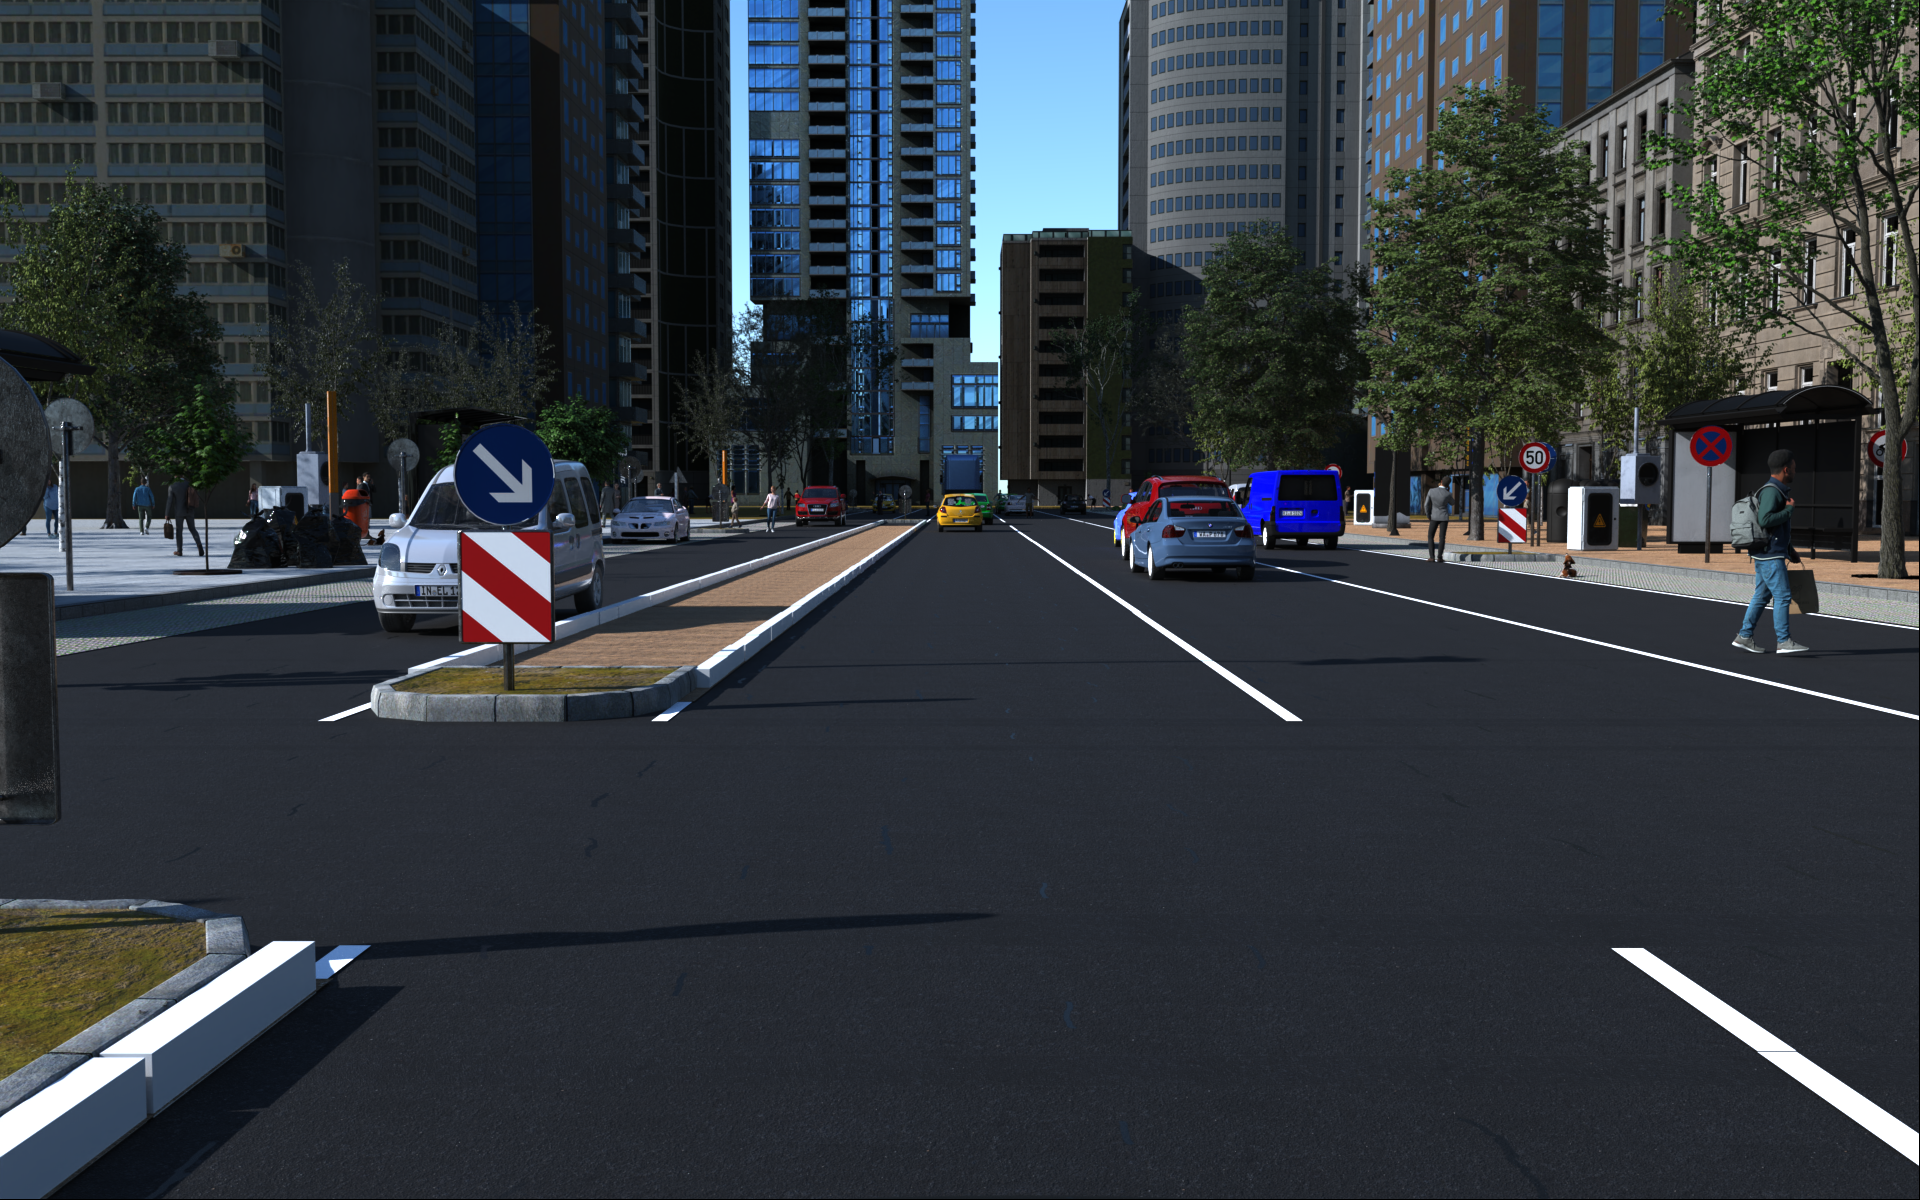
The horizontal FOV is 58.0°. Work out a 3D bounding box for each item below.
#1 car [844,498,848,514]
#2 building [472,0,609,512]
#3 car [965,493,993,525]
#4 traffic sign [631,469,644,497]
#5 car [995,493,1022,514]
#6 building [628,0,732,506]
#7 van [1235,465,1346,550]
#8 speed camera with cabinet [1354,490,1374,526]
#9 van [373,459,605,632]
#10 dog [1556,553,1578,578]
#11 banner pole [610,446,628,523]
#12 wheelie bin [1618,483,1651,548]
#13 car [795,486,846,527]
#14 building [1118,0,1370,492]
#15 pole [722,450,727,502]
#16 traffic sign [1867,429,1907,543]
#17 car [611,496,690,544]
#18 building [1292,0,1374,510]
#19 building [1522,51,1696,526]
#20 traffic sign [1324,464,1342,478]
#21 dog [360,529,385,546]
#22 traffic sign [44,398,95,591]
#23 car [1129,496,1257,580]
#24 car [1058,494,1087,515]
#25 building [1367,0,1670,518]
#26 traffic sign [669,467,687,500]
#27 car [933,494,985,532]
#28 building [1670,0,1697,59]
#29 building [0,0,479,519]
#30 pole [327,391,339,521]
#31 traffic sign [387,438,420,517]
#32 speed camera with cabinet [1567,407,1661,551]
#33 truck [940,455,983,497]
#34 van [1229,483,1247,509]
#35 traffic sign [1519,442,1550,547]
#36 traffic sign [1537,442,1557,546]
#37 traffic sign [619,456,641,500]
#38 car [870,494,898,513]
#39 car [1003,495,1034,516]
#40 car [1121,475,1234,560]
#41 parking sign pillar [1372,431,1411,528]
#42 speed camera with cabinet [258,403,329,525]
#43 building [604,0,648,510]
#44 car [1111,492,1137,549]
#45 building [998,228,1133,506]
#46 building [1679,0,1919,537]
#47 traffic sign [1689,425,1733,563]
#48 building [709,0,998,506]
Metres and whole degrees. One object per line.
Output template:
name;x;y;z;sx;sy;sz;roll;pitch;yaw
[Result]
car;-8.866;-6.745;122.865;1.945;1.354;3.894;0;4;-1
building;-32.382;-28.602;117.758;14.600;45.320;14.200;0;4;0
car;0.605;-4.472;81.906;1.959;1.807;4.718;0;4;-2
traffic sign;-15.088;-4.919;80.539;0.768;2.556;0.104;0;4;3
car;3.508;-7.113;125.099;1.959;1.807;4.718;0;4;-2
building;-37.155;-46.202;193.660;20.611;71.187;20.563;0;4;0
van;8.758;-2.568;46.364;2.240;2.365;5.245;0;4;-1
speed camera with cabinet;17.053;-4.652;70.404;2.038;3.252;0.660;3;5;43
van;-5.146;-0.751;19.284;2.013;2.044;4.112;0;4;1
dog;10.402;-0.589;29.820;0.748;0.427;0.550;-3;4;-36
banner pole;-15.246;-5.354;77.551;0.863;3.779;0.401;0;4;3
wheelie bin;16.172;-2.067;41.705;0.980;1.594;0.693;3;4;37
car;-6.247;-4.243;78.040;2.281;1.827;5.304;0;4;-1
building;32.598;-39.929;194.831;28.212;58.520;21.231;0;4;0
pole;-10.978;-5.324;80.893;0.158;3.312;0.155;0;3;0
traffic sign;18.193;-2.078;34.079;0.768;2.556;0.104;0;4;3
car;-9.071;-2.364;51.012;2.083;1.381;4.827;0;4;-2
building;39.880;-50.112;132.011;22.319;86.520;31.000;0;4;0
building;33.060;-14.009;78.197;9.793;20.994;18.267;0;4;0
traffic sign;15.671;-4.451;72.873;0.768;2.556;0.104;0;4;2
dog;-14.643;-1.566;43.336;0.748;0.427;0.550;-1;4;-20
traffic sign;-11.823;-1.396;22.936;0.768;2.556;0.104;0;4;6
car;4.008;-1.109;30.133;2.014;1.417;4.499;0;4;-1
car;7.937;-6.837;121.566;2.009;1.686;4.222;0;4;1
building;34.860;-28.172;110.722;14.600;45.320;14.200;0;4;0
traffic sign;-13.309;-5.001;81.768;0.884;2.594;0.081;0;4;5
car;-0.027;-3.456;66.731;2.015;1.641;3.980;0;4;-1
building;35.214;-27.305;96.548;14.600;45.320;14.200;0;4;0
building;-41.532;-24.893;98.875;32.217;40.220;23.993;0;4;0
pole;-12.449;-2.481;34.406;0.158;3.312;0.155;0;3;0
traffic sign;-12.662;-2.403;39.397;0.768;2.556;0.104;0;4;5
speed camera with cabinet;14.839;-2.748;39.263;2.038;3.252;0.660;-1;4;-16
truck;0.323;-7.508;112.511;2.967;4.110;18.799;0;4;-2
van;11.402;-3.831;69.648;2.013;2.044;4.112;0;4;0
traffic sign;13.991;-2.579;42.269;0.768;2.556;0.104;0;4;1
traffic sign;14.212;-2.592;42.483;0.768;2.556;0.104;1;4;9
traffic sign;-11.063;-3.543;58.041;0.768;2.556;0.104;0;4;7
car;-5.667;-7.291;129.428;2.015;1.641;3.980;0;4;-1
car;3.904;-6.260;114.719;2.083;1.381;4.827;0;4;0
car;4.533;-1.663;35.864;2.281;1.827;5.304;0;4;0
parking sign pillar;16.252;-4.688;65.122;1.447;3.967;1.447;0;4;7
speed camera with cabinet;-14.205;-2.621;37.182;0.660;3.252;2.038;1;4;13
building;-40.867;-31.598;136.231;30.456;49.044;23.786;0;4;0
car;5.013;-2.224;45.950;1.945;1.707;3.694;0;4;1
building;11.427;-25.644;190.978;14.107;30.474;14.160;0;4;0
building;34.294;-15.819;55.899;12.463;27.353;25.104;0;4;0
traffic sign;13.936;-1.964;32.220;0.768;2.556;0.104;0;4;8
building;-11.347;-53.926;194.356;31.000;86.520;22.319;0;4;0
